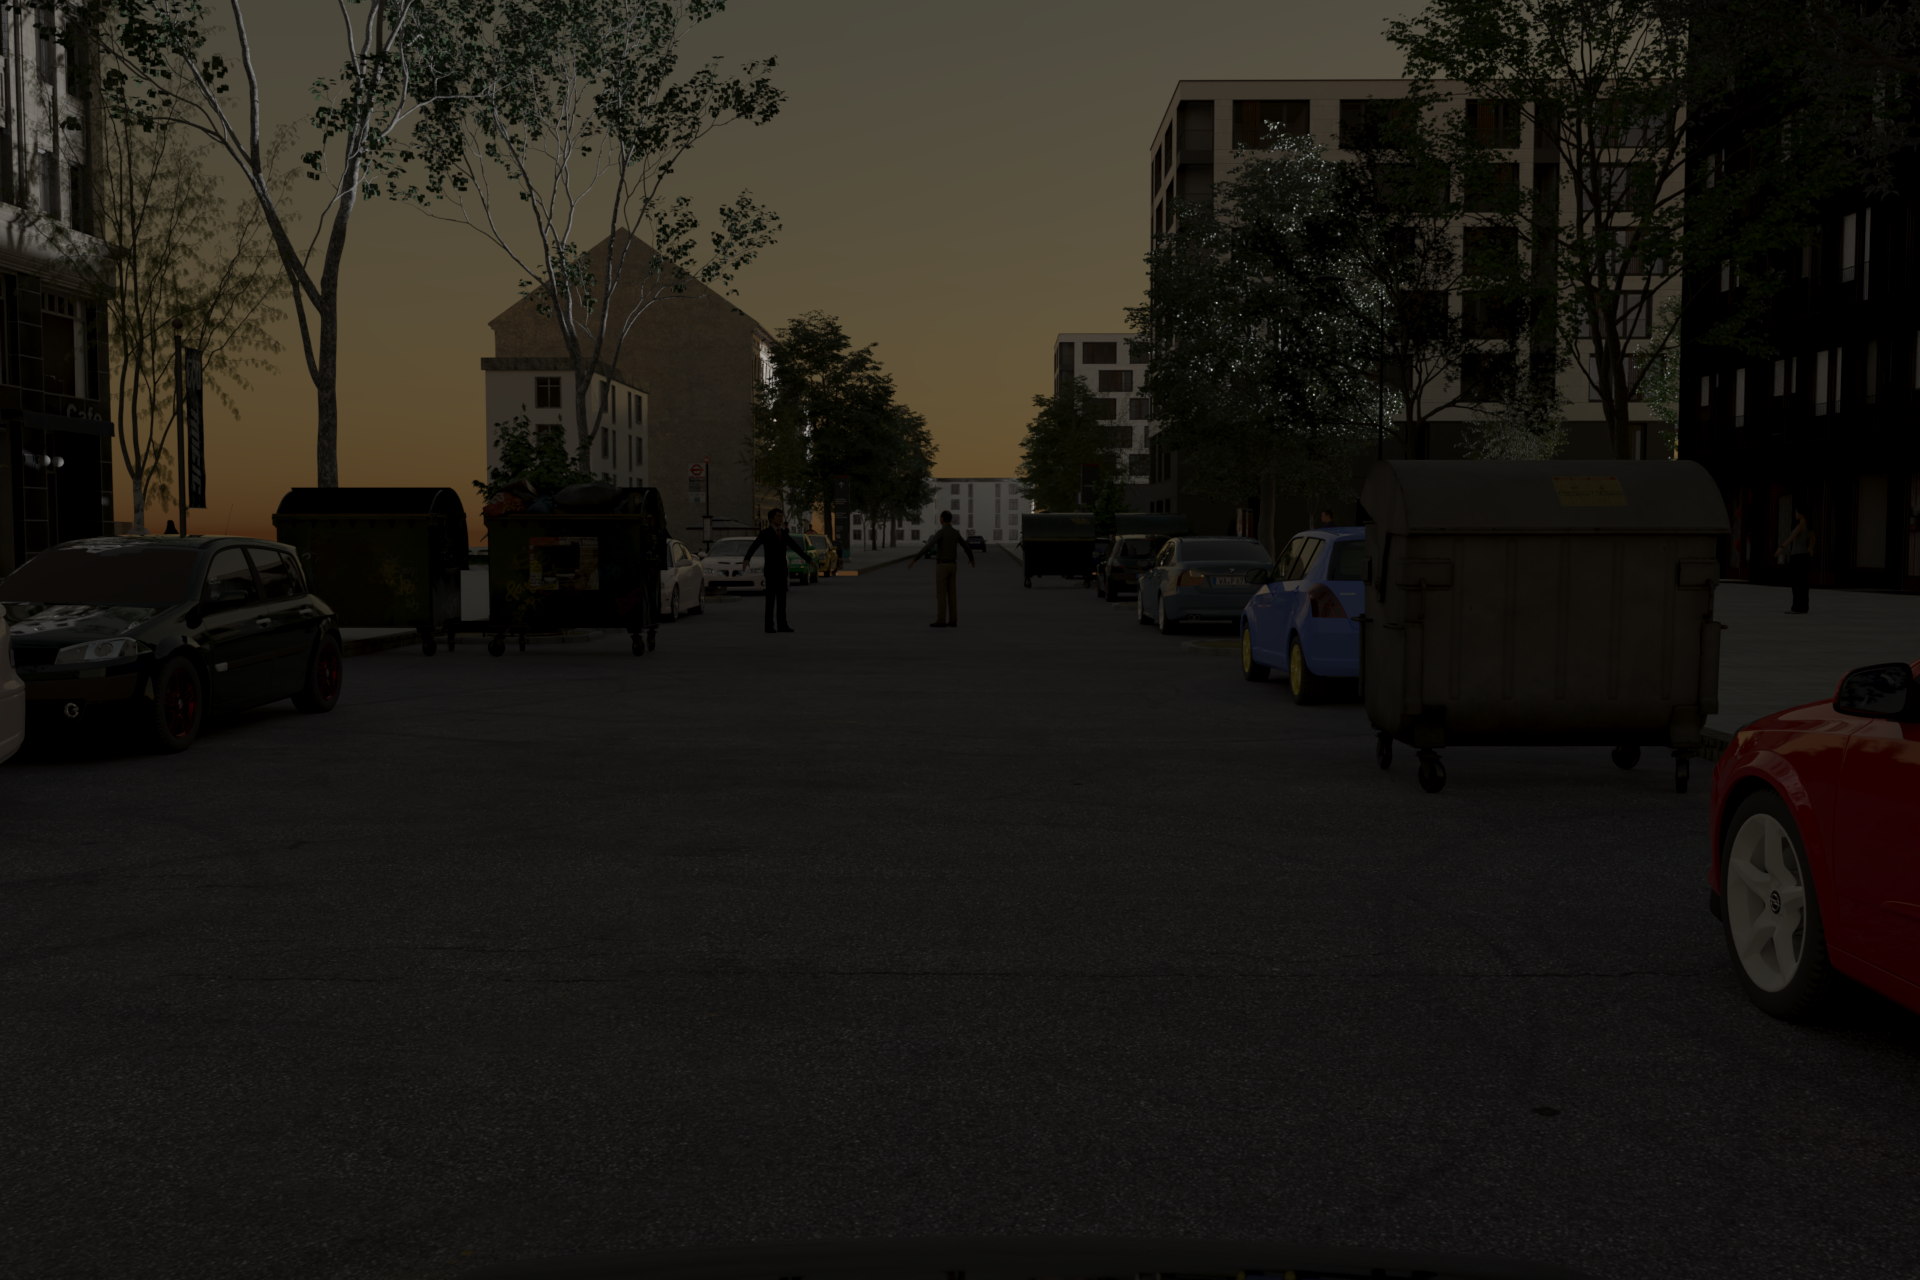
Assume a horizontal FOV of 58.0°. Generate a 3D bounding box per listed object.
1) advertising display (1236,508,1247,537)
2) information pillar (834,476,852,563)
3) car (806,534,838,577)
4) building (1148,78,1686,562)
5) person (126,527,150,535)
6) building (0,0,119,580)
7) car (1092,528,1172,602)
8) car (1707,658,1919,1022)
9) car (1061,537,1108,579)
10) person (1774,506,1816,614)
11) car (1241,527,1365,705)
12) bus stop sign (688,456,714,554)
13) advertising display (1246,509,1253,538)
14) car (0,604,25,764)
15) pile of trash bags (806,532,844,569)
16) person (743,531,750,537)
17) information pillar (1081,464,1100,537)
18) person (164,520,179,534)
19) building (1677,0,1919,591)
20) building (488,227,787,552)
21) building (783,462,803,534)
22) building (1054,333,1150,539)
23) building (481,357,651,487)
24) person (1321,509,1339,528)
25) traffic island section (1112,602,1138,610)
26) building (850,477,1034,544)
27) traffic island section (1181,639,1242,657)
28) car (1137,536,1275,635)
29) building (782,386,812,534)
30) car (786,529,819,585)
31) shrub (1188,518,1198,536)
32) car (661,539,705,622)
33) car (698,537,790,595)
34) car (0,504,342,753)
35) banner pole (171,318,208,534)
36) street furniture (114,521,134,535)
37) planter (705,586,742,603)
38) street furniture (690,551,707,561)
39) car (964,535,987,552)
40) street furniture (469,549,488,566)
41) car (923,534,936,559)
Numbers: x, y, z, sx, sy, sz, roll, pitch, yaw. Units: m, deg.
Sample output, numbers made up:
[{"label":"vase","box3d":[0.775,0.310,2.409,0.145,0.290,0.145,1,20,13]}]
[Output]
[{"label":"advertising display","box3d":[7.113,-2.362,43.827,0.123,1.923,0.974,0,4,1]},{"label":"information pillar","box3d":[-5.229,-5.359,76.996,0.750,3.857,0.750,0,4,2]},{"label":"car","box3d":[-5.126,-2.966,58.723,2.015,1.641,3.980,0,4,1]},{"label":"building","box3d":[24.049,-15.317,94.412,27.936,21.610,32.646,0,4,1]},{"label":"person","box3d":[-20.835,-2.269,44.075,0.756,1.711,0.436,1,4,10]},{"label":"building","box3d":[-30.578,-15.768,37.403,16.754,29.471,25.880,0,4,1]},{"label":"car","box3d":[3.943,-1.725,37.986,2.009,1.686,4.222,0,4,1]},{"label":"car","box3d":[3.243,0.319,3.817,2.155,1.783,4.494,0,4,1]},{"label":"car","box3d":[4.194,-2.657,56.019,1.945,1.354,3.894,0,4,0]},{"label":"person","box3d":[13.443,-1.288,27.869,1.217,1.737,0.721,-3,5,-40]},{"label":"car","box3d":[3.626,-0.379,15.793,1.945,1.707,3.694,0,4,-1]},{"label":"bus stop sign","box3d":[-8.877,-4.326,59.427,0.855,3.939,0.416,0,4,2]},{"label":"advertising display","box3d":[7.434,-2.424,44.849,0.123,1.923,0.974,0,4,0]},{"label":"car","box3d":[-5.900,0.312,7.261,2.083,1.381,4.827,0,4,1]},{"label":"pile of trash bags","box3d":[-5.202,-3.241,62.742,1.912,1.369,3.447,0,4,2]},{"label":"person","box3d":[-11.520,-5.147,93.426,0.991,1.433,0.599,0,4,-3]},{"label":"information pillar","box3d":[4.789,-4.555,63.848,0.750,3.857,0.750,0,4,-1]},{"label":"person","box3d":[-25.222,-2.961,55.194,0.721,1.737,1.214,1,4,12]},{"label":"building","box3d":[25.766,-12.870,39.086,12.332,23.479,15.834,0,4,1]},{"label":"building","box3d":[-23.991,-18.496,133.343,19.493,23.208,18.063,0,4,1]},{"label":"building","box3d":[-21.479,-15.087,188.823,9.099,9.664,28.070,0,4,1]},{"label":"building","box3d":[24.261,-21.318,192.520,27.936,21.610,32.646,0,4,1]},{"label":"building","box3d":[-21.735,-9.434,96.389,9.099,9.664,28.070,0,4,1]},{"label":"person","box3d":[6.322,-1.389,29.666,0.541,1.710,0.530,-2,4,-31]},{"label":"traffic island section","box3d":[3.942,-0.643,33.387,1.991,0.108,1.994,0,4,2]},{"label":"building","box3d":[-3.296,-18.973,254.806,28.070,9.664,9.099,0,4,6]},{"label":"traffic island section","box3d":[3.736,0.103,21.180,1.991,0.108,1.994,0,4,1]},{"label":"car","box3d":[3.718,-0.854,25.973,2.014,1.417,4.499,0,4,-1]},{"label":"building","box3d":[-24.591,-21.914,214.714,16.016,20.090,11.380,0,4,0]},{"label":"car","box3d":[-5.077,-2.504,49.739,1.959,1.807,4.718,0,4,0]},{"label":"shrub","box3d":[8.120,-3.652,63.758,1.661,2.075,1.752,0,3,0]},{"label":"car","box3d":[-5.525,-1.057,29.644,2.083,1.381,4.827,0,4,0]},{"label":"car","box3d":[-5.219,-1.811,41.976,2.083,1.381,4.827,0,4,1]},{"label":"car","box3d":[-5.930,-0.169,12.552,2.009,1.686,4.222,0,4,1]},{"label":"banner pole","box3d":[-9.064,-1.859,20.409,0.401,3.779,0.863,0,4,0]},{"label":"street furniture","box3d":[-30.696,-3.241,59.837,11.010,1.723,9.812,-1,4,-15]},{"label":"planter","box3d":[-5.716,-0.968,36.964,1.991,0.319,1.994,0,4,2]},{"label":"street furniture","box3d":[-11.132,-3.895,79.307,5.734,0.657,10.072,1,4,12]},{"label":"car","box3d":[1.179,-7.569,136.330,1.945,1.354,3.894,0,4,-1]},{"label":"street furniture","box3d":[-21.941,-3.359,70.539,10.072,0.657,5.734,-3,5,-39]},{"label":"car","box3d":[-1.112,-5.504,101.795,2.131,1.459,4.920,0,4,1]}]
